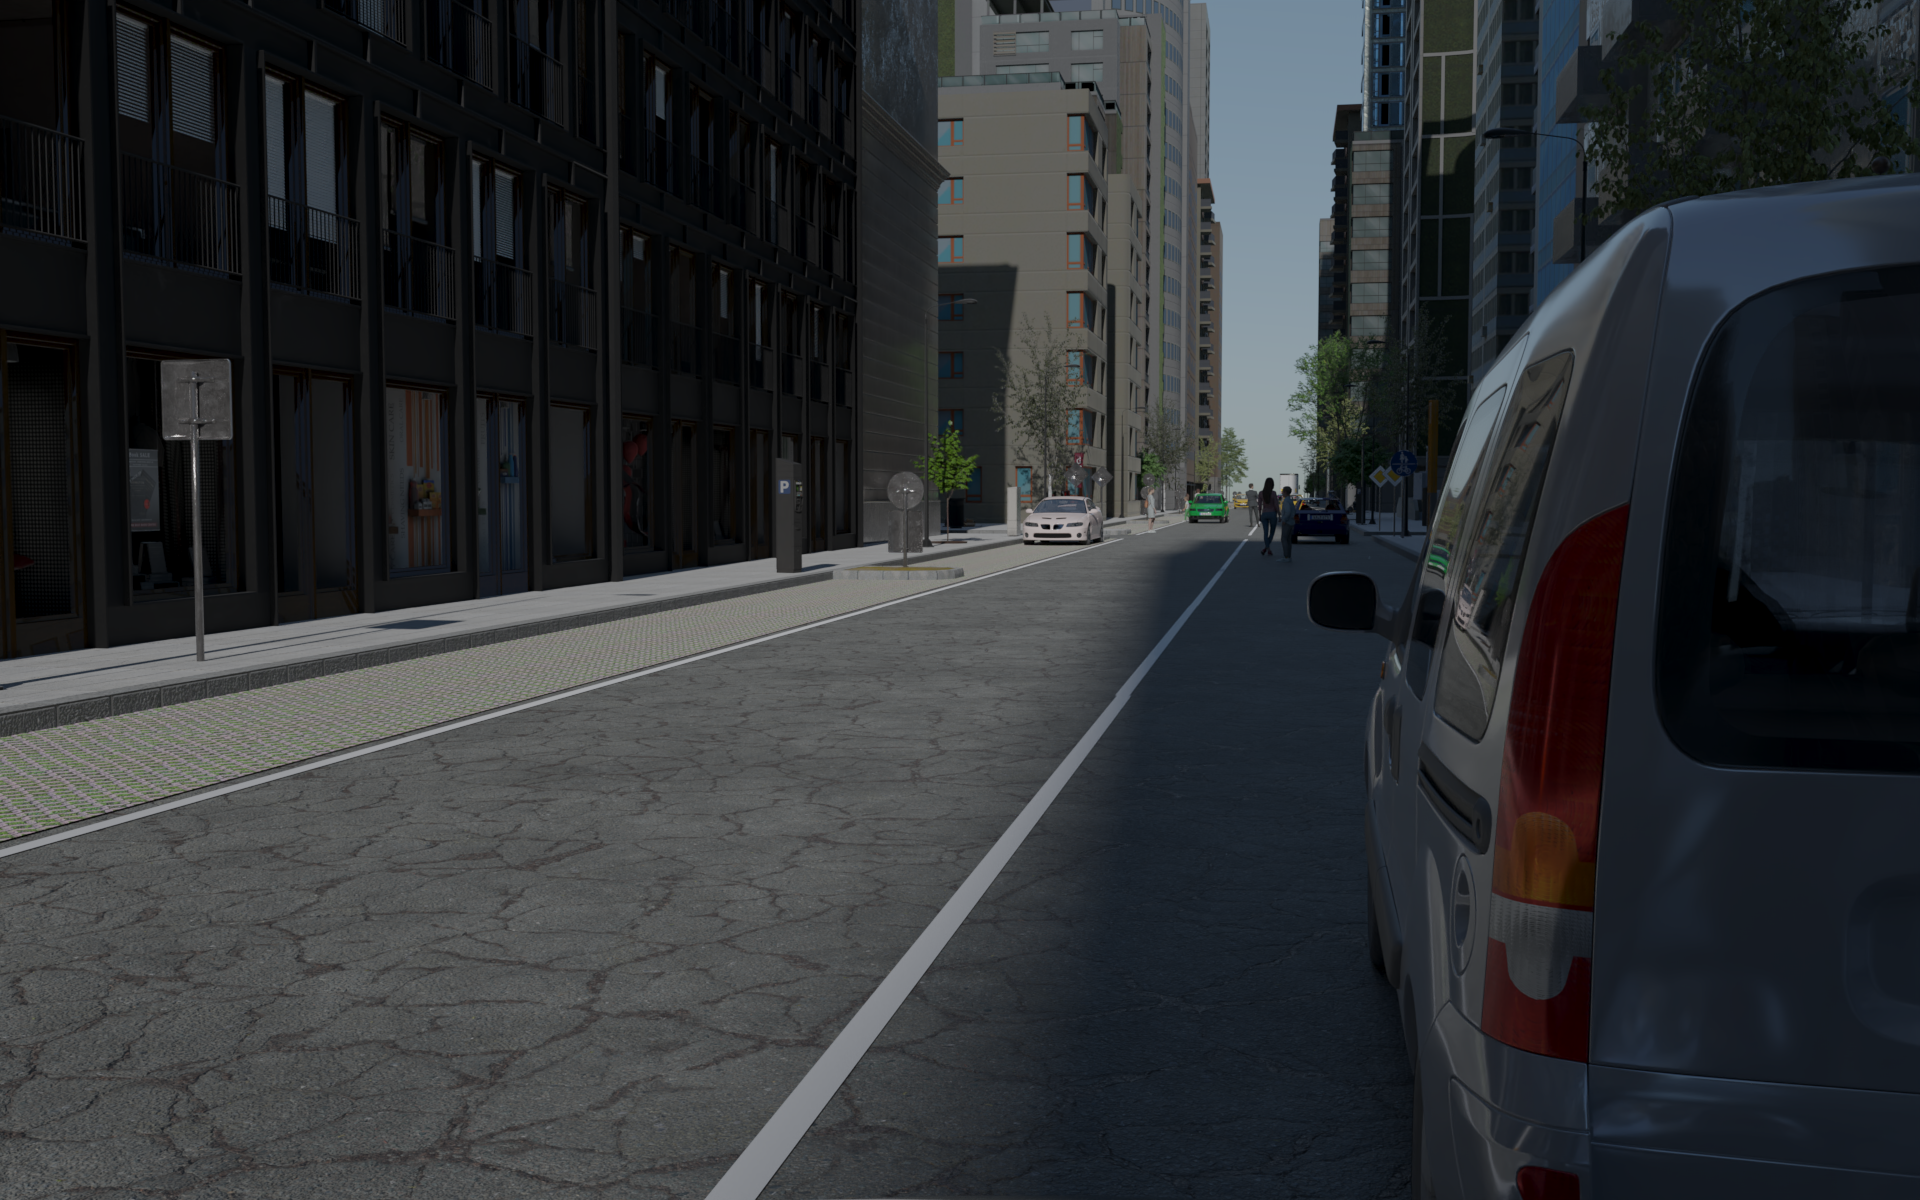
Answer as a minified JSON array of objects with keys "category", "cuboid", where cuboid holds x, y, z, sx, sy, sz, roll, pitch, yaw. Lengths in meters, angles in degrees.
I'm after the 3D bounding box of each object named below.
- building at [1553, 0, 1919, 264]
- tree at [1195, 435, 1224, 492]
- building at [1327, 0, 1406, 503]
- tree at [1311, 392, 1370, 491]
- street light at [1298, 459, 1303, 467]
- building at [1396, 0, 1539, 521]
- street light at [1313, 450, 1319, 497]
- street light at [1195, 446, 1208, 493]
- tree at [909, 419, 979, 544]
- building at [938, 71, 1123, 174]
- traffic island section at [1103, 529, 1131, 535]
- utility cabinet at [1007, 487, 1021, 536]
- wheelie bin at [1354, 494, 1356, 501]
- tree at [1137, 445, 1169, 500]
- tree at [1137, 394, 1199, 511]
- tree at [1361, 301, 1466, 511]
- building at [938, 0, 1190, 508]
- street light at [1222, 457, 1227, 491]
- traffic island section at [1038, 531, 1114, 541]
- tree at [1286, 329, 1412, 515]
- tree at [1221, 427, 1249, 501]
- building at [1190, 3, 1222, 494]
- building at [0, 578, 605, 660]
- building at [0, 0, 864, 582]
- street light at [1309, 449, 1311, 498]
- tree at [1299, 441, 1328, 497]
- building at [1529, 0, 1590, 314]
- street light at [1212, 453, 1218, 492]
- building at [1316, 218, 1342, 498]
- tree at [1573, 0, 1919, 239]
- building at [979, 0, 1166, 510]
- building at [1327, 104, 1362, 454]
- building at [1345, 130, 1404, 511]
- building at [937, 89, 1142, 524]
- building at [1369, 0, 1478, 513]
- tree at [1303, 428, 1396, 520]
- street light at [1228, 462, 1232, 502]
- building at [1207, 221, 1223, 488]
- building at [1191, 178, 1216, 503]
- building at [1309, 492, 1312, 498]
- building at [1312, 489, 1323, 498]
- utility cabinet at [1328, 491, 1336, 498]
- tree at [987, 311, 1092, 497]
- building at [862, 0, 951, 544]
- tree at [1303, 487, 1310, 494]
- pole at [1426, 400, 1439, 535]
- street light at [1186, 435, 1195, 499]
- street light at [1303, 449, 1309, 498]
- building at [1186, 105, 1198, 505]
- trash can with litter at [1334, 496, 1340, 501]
[{"category":"building","cuboid":[24.386,-25.268,32.742,23.786,49.044,30.456,1,4,10]},{"category":"tree","cuboid":[29.862,-15.911,210.508,4.737,8.622,4.395,0,3,0]},{"category":"building","cuboid":[46.171,-51.799,159.589,22.319,86.520,31.000,1,4,10]},{"category":"tree","cuboid":[27.208,-10.635,124.238,4.737,8.622,4.395,0,3,0]},{"category":"street light","cuboid":[45.837,-15.701,229.258,1.470,5.913,1.316,1,4,10]},{"category":"building","cuboid":[39.135,-24.136,86.512,32.217,40.220,23.993,1,4,10]},{"category":"street light","cuboid":[28.119,-9.840,133.427,1.470,5.913,1.316,1,4,10]},{"category":"street light","cuboid":[23.298,-11.964,168.156,1.470,5.913,1.316,1,4,10]},{"category":"tree","cuboid":[-0.213,-3.083,45.005,1.663,3.219,1.824,0,3,0]},{"category":"building","cuboid":[3.817,-21.469,122.723,14.160,30.474,14.107,1,4,10]},{"category":"traffic island section","cuboid":[5.060,-2.436,62.115,2.009,0.180,2.903,1,4,10]},{"category":"utility cabinet","cuboid":[1.649,-2.720,53.155,0.318,1.500,1.173,0,4,8]},{"category":"wheelie bin","cuboid":[28.350,-7.027,122.796,0.693,1.594,0.980,0,4,-3]},{"category":"tree","cuboid":[12.232,-8.087,115.928,4.285,4.588,4.351,0,3,0]},{"category":"tree","cuboid":[15.700,-11.120,132.177,4.360,8.622,3.978,0,3,0]},{"category":"tree","cuboid":[17.373,-7.139,67.078,4.360,8.622,3.978,0,3,0]},{"category":"building","cuboid":[10.490,-38.109,165.089,21.231,58.520,28.212,1,4,10]},{"category":"street light","cuboid":[32.797,-15.084,219.160,1.470,5.913,1.316,1,4,10]},{"category":"traffic island section","cuboid":[3.600,-1.956,54.263,2.009,0.180,2.903,1,4,10]},{"category":"tree","cuboid":[24.094,-11.153,108.111,9.928,11.665,9.643,0,3,0]},{"category":"tree","cuboid":[45.189,-22.928,292.994,7.486,12.596,7.792,0,3,0]},{"category":"building","cuboid":[28.967,-50.233,259.553,20.563,71.187,20.611,1,4,10]},{"category":"building","cuboid":[-12.438,-11.524,18.095,12.332,23.373,15.834,1,4,10]},{"category":"building","cuboid":[-9.802,-12.509,34.208,12.332,23.373,15.834,1,4,10]},{"category":"street light","cuboid":[30.822,-10.738,148.106,1.470,5.913,1.316,1,4,10]},{"category":"tree","cuboid":[44.934,-16.432,219.018,4.360,8.622,3.978,0,3,0]},{"category":"building","cuboid":[29.824,-25.355,64.666,14.200,45.320,14.600,1,4,10]},{"category":"street light","cuboid":[28.934,-13.804,198.235,1.470,5.913,1.316,1,4,10]},{"category":"building","cuboid":[60.153,-35.065,256.901,14.154,41.232,14.086,1,4,10]},{"category":"tree","cuboid":[8.165,-4.125,17.805,4.737,8.622,4.395,0,3,0]},{"category":"building","cuboid":[9.502,-28.180,144.329,14.154,41.232,14.086,1,4,10]},{"category":"building","cuboid":[52.142,-32.803,190.953,22.147,44.769,28.867,1,4,10]},{"category":"building","cuboid":[38.417,-22.513,139.782,14.160,30.474,14.107,1,4,10]},{"category":"building","cuboid":[-5.483,-15.034,90.852,27.650,21.520,28.899,1,4,10]},{"category":"building","cuboid":[39.684,-41.663,119.441,20.563,71.187,20.611,1,4,10]},{"category":"tree","cuboid":[19.848,-6.249,85.882,4.285,4.588,4.351,0,3,0]},{"category":"street light","cuboid":[38.346,-16.921,249.204,1.470,5.913,1.316,1,4,10]},{"category":"building","cuboid":[34.670,-38.339,276.955,14.600,45.320,14.200,1,4,10]},{"category":"building","cuboid":[23.226,-35.550,235.874,22.147,44.769,28.867,1,4,10]},{"category":"building","cuboid":[72.250,-35.692,275.437,32.217,40.220,23.993,1,4,10]},{"category":"building","cuboid":[65.338,-33.299,236.322,32.217,40.220,23.993,1,4,10]},{"category":"utility cabinet","cuboid":[28.133,-7.476,130.911,0.318,1.500,1.173,2,4,31]},{"category":"tree","cuboid":[3.407,-7.237,68.690,4.360,8.622,3.978,0,3,0]},{"category":"building","cuboid":[-13.552,-15.442,49.745,25.104,27.353,12.463,1,4,10]},{"category":"tree","cuboid":[53.063,-16.487,264.167,1.663,3.219,1.824,0,3,0]},{"category":"pole","cuboid":[10.263,-2.678,37.625,0.158,3.312,0.155,0,3,0]},{"category":"street light","cuboid":[17.649,-10.083,137.402,1.470,5.913,1.316,1,4,10]},{"category":"street light","cuboid":[36.517,-12.637,179.148,1.470,5.913,1.316,1,4,10]},{"category":"building","cuboid":[19.999,-33.645,200.202,14.600,45.320,14.200,1,4,10]},{"category":"trash can with litter","cuboid":[28.032,-7.129,127.942,1.055,1.170,0.624,2,4,28]}]
